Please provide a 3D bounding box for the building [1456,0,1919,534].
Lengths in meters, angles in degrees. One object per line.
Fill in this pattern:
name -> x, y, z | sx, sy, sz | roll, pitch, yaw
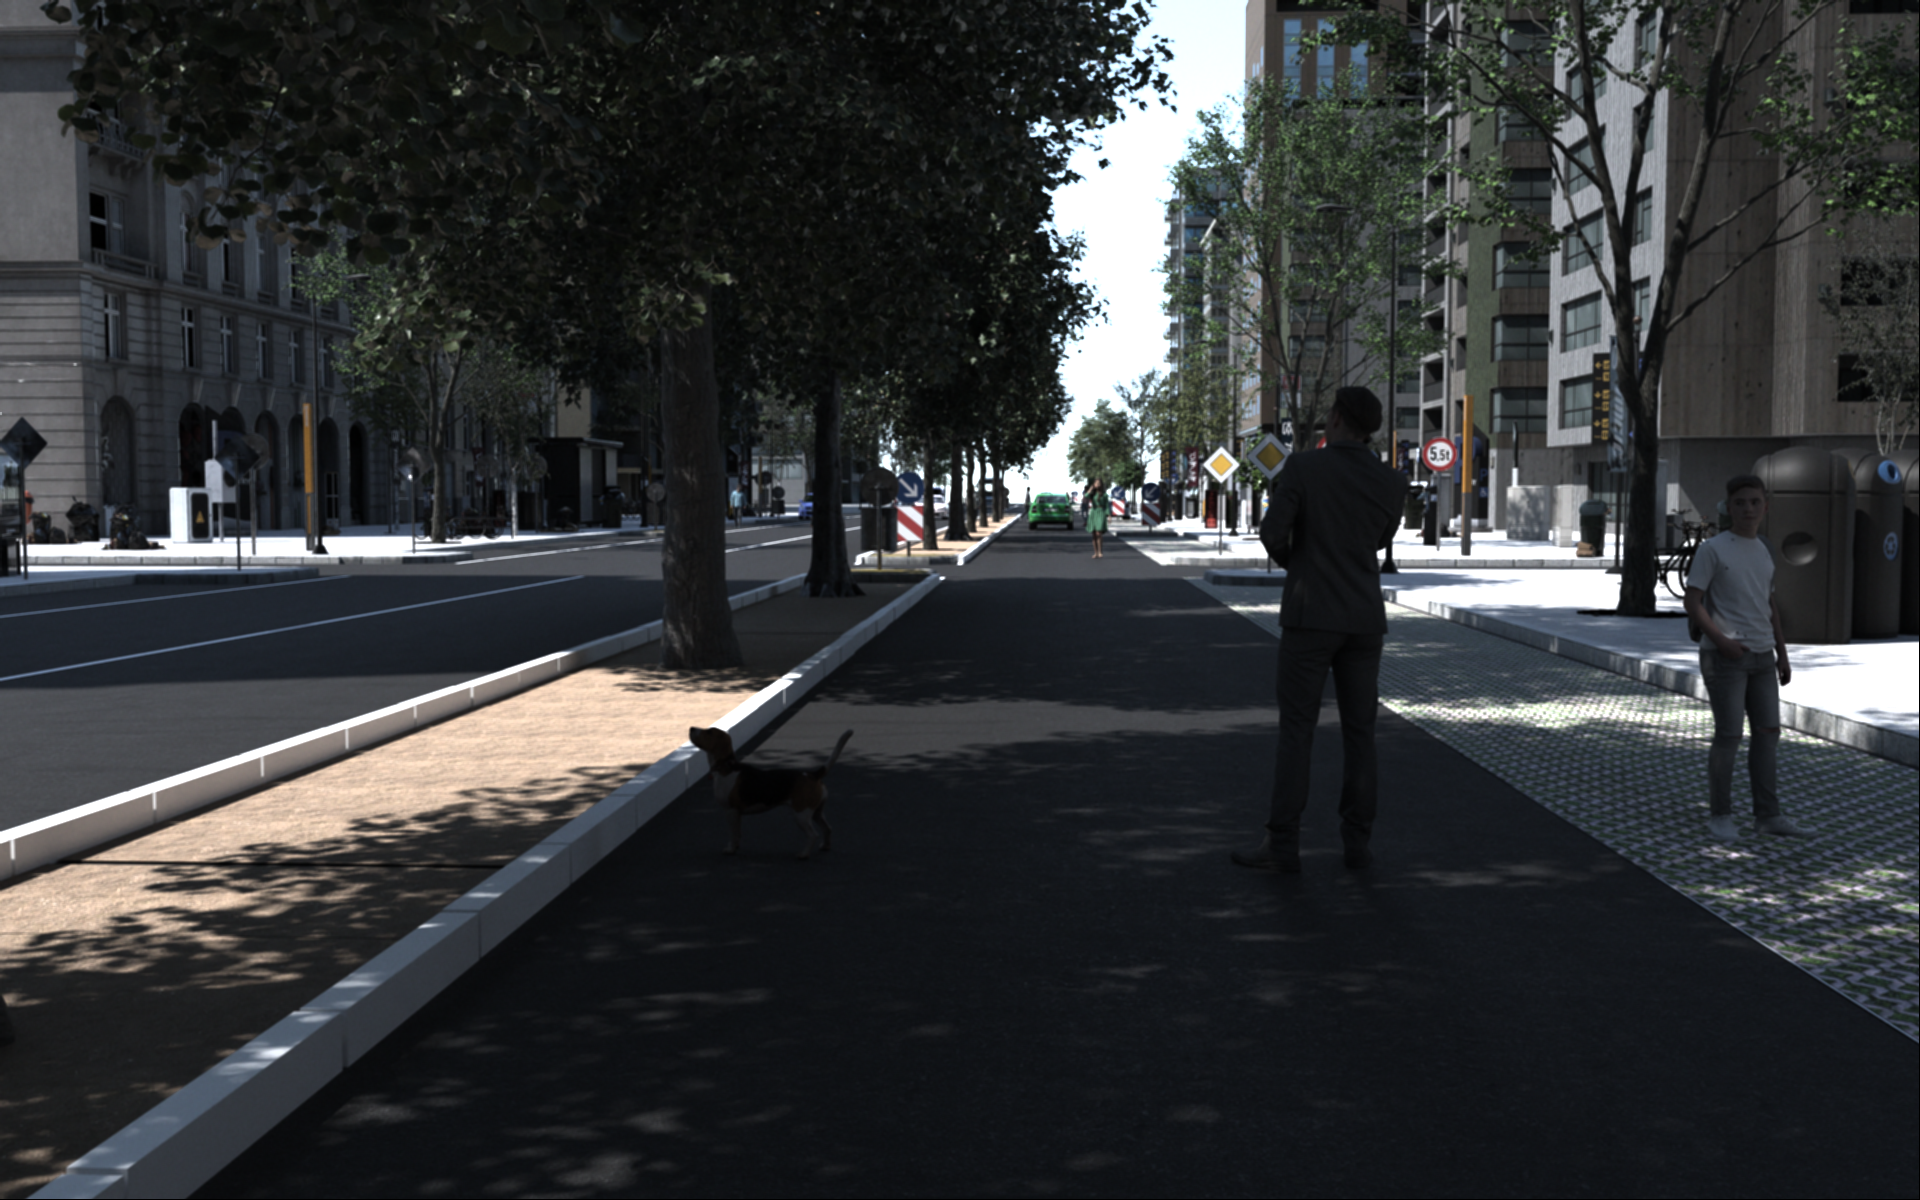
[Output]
building -> 26.179, -18.028, 66.452 | 14.160, 30.474, 14.107 | 0, 4, 3

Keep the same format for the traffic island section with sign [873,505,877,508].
traffic island section with sign -> -6.550, -7.826, 136.578 | 1.989, 1.847, 2.006 | 0, 4, 3

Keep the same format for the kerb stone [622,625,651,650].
kerb stone -> -3.089, 0.375, 16.181 | 0.120, 0.150, 1.000 | 0, 4, 3

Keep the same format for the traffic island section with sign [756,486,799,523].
traffic island section with sign -> -9.113, -4.778, 86.756 | 1.989, 1.847, 2.006 | 0, 4, 3

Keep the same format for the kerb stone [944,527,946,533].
kerb stone -> -0.687, -2.477, 62.780 | 0.120, 0.150, 1.000 | 0, 4, 3

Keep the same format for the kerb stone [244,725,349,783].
kerb stone -> -3.454, 0.807, 9.006 | 0.120, 0.150, 1.000 | 0, 4, 3

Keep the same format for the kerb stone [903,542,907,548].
kerb stone -> -1.521, -1.480, 46.396 | 0.120, 0.150, 1.000 | 0, 4, 3

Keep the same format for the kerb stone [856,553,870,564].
kerb stone -> -2.055, -0.855, 36.182 | 0.120, 0.150, 1.000 | 0, 4, 3

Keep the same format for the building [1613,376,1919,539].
building -> 26.532, -17.095, 51.205 | 14.107, 30.474, 14.160 | 0, 4, 3

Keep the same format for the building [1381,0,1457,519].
building -> 34.686, -39.869, 90.118 | 20.563, 71.187, 20.611 | 0, 4, 3

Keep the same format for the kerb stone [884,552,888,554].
kerb stone -> -1.839, -1.103, 40.267 | 0.120, 0.150, 1.000 | 0, 4, 3

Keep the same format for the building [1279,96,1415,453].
building -> 30.909, -21.905, 129.841 | 14.160, 30.474, 14.107 | 0, 4, 3

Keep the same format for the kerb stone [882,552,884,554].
kerb stone -> -1.891, -1.040, 39.246 | 0.120, 0.150, 1.000 | 0, 4, 3

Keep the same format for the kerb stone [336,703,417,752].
kerb stone -> -3.404, 0.747, 10.039 | 0.120, 0.150, 1.000 | 0, 4, 3

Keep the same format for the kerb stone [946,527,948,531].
kerb stone -> -0.631, -2.542, 63.800 | 0.120, 0.150, 1.000 | 0, 4, 3

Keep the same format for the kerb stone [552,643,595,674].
kerb stone -> -3.189, 0.493, 14.134 | 0.120, 0.150, 1.000 | 0, 4, 3

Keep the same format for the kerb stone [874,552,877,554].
kerb stone -> -1.951, -0.980, 38.225 | 0.120, 0.150, 1.000 | 0, 4, 3

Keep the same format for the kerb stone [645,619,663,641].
kerb stone -> -3.029, 0.305, 17.202 | 0.120, 0.150, 1.000 | 0, 4, 3

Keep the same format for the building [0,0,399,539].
building -> -30.093, -13.372, 60.433 | 13.314, 21.916, 24.055 | 0, 4, 3

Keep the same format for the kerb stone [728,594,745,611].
kerb stone -> -2.831, 0.057, 21.309 | 0.120, 0.150, 1.000 | 0, 4, 3

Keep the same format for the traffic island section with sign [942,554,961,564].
traffic island section with sign -> -1.010, -1.708, 36.070 | 2.006, 1.907, 1.989 | 0, 4, 3

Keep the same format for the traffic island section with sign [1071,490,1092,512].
traffic island section with sign -> 11.658, -9.438, 162.938 | 1.989, 1.847, 2.006 | 0, 4, 3

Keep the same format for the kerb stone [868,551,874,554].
kerb stone -> -2.002, -0.918, 37.205 | 0.120, 0.150, 1.000 | 0, 4, 3

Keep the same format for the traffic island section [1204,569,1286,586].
traffic island section -> 5.035, -0.356, 28.104 | 2.009, 0.180, 2.903 | 0, 4, 3

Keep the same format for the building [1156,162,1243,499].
building -> 41.224, -38.764, 253.395 | 23.786, 49.044, 30.456 | 0, 4, 3

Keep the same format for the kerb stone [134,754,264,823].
kerb stone -> -3.504, 0.870, 7.977 | 0.120, 0.150, 1.000 | 0, 4, 3

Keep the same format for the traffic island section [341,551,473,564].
traffic island section -> -11.673, -0.898, 36.961 | 2.009, 0.180, 2.903 | 0, 4, 3

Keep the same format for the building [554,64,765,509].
building -> -29.827, -30.659, 155.905 | 22.147, 44.769, 28.867 | 0, 4, 3

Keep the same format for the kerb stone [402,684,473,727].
kerb stone -> -3.350, 0.681, 11.061 | 0.120, 0.150, 1.000 | 0, 4, 3

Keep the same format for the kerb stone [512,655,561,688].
kerb stone -> -3.240, 0.556, 13.104 | 0.120, 0.150, 1.000 | 0, 4, 3

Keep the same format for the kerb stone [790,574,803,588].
kerb stone -> -2.560, -0.259, 26.429 | 0.120, 0.150, 1.000 | 0, 4, 3

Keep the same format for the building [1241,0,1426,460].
building -> 31.167, -30.178, 143.521 | 14.600, 45.320, 14.200 | 0, 4, 3

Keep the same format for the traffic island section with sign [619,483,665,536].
traffic island section with sign -> -10.521, -3.113, 59.522 | 1.989, 1.847, 2.006 | 0, 4, 3

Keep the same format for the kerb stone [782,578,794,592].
kerb stone -> -2.605, -0.192, 25.406 | 0.120, 0.150, 1.000 | 0, 4, 3

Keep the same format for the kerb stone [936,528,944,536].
kerb stone -> -0.737, -2.420, 61.758 | 0.120, 0.150, 1.000 | 0, 4, 3

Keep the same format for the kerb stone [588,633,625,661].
kerb stone -> -3.141, 0.431, 15.155 | 0.120, 0.150, 1.000 | 0, 4, 3

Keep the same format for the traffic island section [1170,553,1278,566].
traffic island section -> 5.445, -0.844, 36.078 | 2.009, 0.180, 2.903 | 0, 4, 3

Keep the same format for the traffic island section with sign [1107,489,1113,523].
traffic island section with sign -> 7.647, -4.683, 85.194 | 1.989, 1.847, 2.006 | 0, 4, 3

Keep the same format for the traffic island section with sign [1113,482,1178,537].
traffic island section with sign -> 6.254, -3.028, 58.130 | 1.989, 1.847, 2.006 | 0, 4, 3

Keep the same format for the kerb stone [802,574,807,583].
kerb stone -> -2.498, -0.319, 27.449 | 0.120, 0.150, 1.000 | 0, 4, 3

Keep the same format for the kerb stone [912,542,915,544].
kerb stone -> -1.423, -1.593, 48.438 | 0.120, 0.150, 1.000 | 0, 4, 3

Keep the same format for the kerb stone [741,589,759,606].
kerb stone -> -2.771, -0.006, 22.336 | 0.120, 0.150, 1.000 | 0, 4, 3

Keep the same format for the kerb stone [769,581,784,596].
kerb stone -> -2.654, -0.134, 24.383 | 0.120, 0.150, 1.000 | 0, 4, 3

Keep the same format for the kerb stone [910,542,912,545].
kerb stone -> -1.470, -1.541, 47.417 | 0.120, 0.150, 1.000 | 0, 4, 3

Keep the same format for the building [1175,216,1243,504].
building -> 44.618, -32.685, 226.281 | 32.217, 40.220, 23.993 | 0, 4, 3

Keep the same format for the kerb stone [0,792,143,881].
kerb stone -> -3.557, 0.932, 6.956 | 0.120, 0.150, 1.000 | 0, 4, 3

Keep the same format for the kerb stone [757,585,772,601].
kerb stone -> -2.708, -0.070, 23.356 | 0.120, 0.150, 1.000 | 0, 4, 3

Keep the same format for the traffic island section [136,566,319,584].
traffic island section -> -12.084, -0.410, 28.987 | 2.009, 0.180, 2.903 | 0, 4, 3

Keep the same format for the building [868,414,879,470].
building -> -19.944, -30.101, 263.850 | 14.160, 30.474, 14.107 | 0, 4, 3

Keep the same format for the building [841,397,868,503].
building -> -24.844, -38.012, 245.201 | 21.300, 48.544, 21.600 | 0, 4, 3

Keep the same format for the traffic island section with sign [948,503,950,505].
traffic island section with sign -> -0.922, -14.513, 245.911 | 1.989, 1.847, 2.006 | 0, 4, 3

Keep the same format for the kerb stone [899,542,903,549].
kerb stone -> -1.633, -1.355, 44.353 | 0.120, 0.150, 1.000 | 0, 4, 3

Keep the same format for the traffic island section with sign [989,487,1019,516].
traffic island section with sign -> 2.845, -6.298, 111.110 | 2.006, 1.907, 1.989 | 0, 4, 3

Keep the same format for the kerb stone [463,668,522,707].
kerb stone -> -3.287, 0.620, 12.081 | 0.120, 0.150, 1.000 | 0, 4, 3

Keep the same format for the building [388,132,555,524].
building -> -29.020, -17.619, 85.330 | 12.463, 27.353, 25.104 | 0, 4, 3

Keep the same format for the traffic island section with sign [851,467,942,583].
traffic island section with sign -> -1.401, -1.256, 28.673 | 2.006, 1.907, 1.989 | 0, 4, 3

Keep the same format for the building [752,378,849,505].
building -> -29.151, -38.619, 220.662 | 28.713, 52.752, 27.495 | 0, 4, 3
